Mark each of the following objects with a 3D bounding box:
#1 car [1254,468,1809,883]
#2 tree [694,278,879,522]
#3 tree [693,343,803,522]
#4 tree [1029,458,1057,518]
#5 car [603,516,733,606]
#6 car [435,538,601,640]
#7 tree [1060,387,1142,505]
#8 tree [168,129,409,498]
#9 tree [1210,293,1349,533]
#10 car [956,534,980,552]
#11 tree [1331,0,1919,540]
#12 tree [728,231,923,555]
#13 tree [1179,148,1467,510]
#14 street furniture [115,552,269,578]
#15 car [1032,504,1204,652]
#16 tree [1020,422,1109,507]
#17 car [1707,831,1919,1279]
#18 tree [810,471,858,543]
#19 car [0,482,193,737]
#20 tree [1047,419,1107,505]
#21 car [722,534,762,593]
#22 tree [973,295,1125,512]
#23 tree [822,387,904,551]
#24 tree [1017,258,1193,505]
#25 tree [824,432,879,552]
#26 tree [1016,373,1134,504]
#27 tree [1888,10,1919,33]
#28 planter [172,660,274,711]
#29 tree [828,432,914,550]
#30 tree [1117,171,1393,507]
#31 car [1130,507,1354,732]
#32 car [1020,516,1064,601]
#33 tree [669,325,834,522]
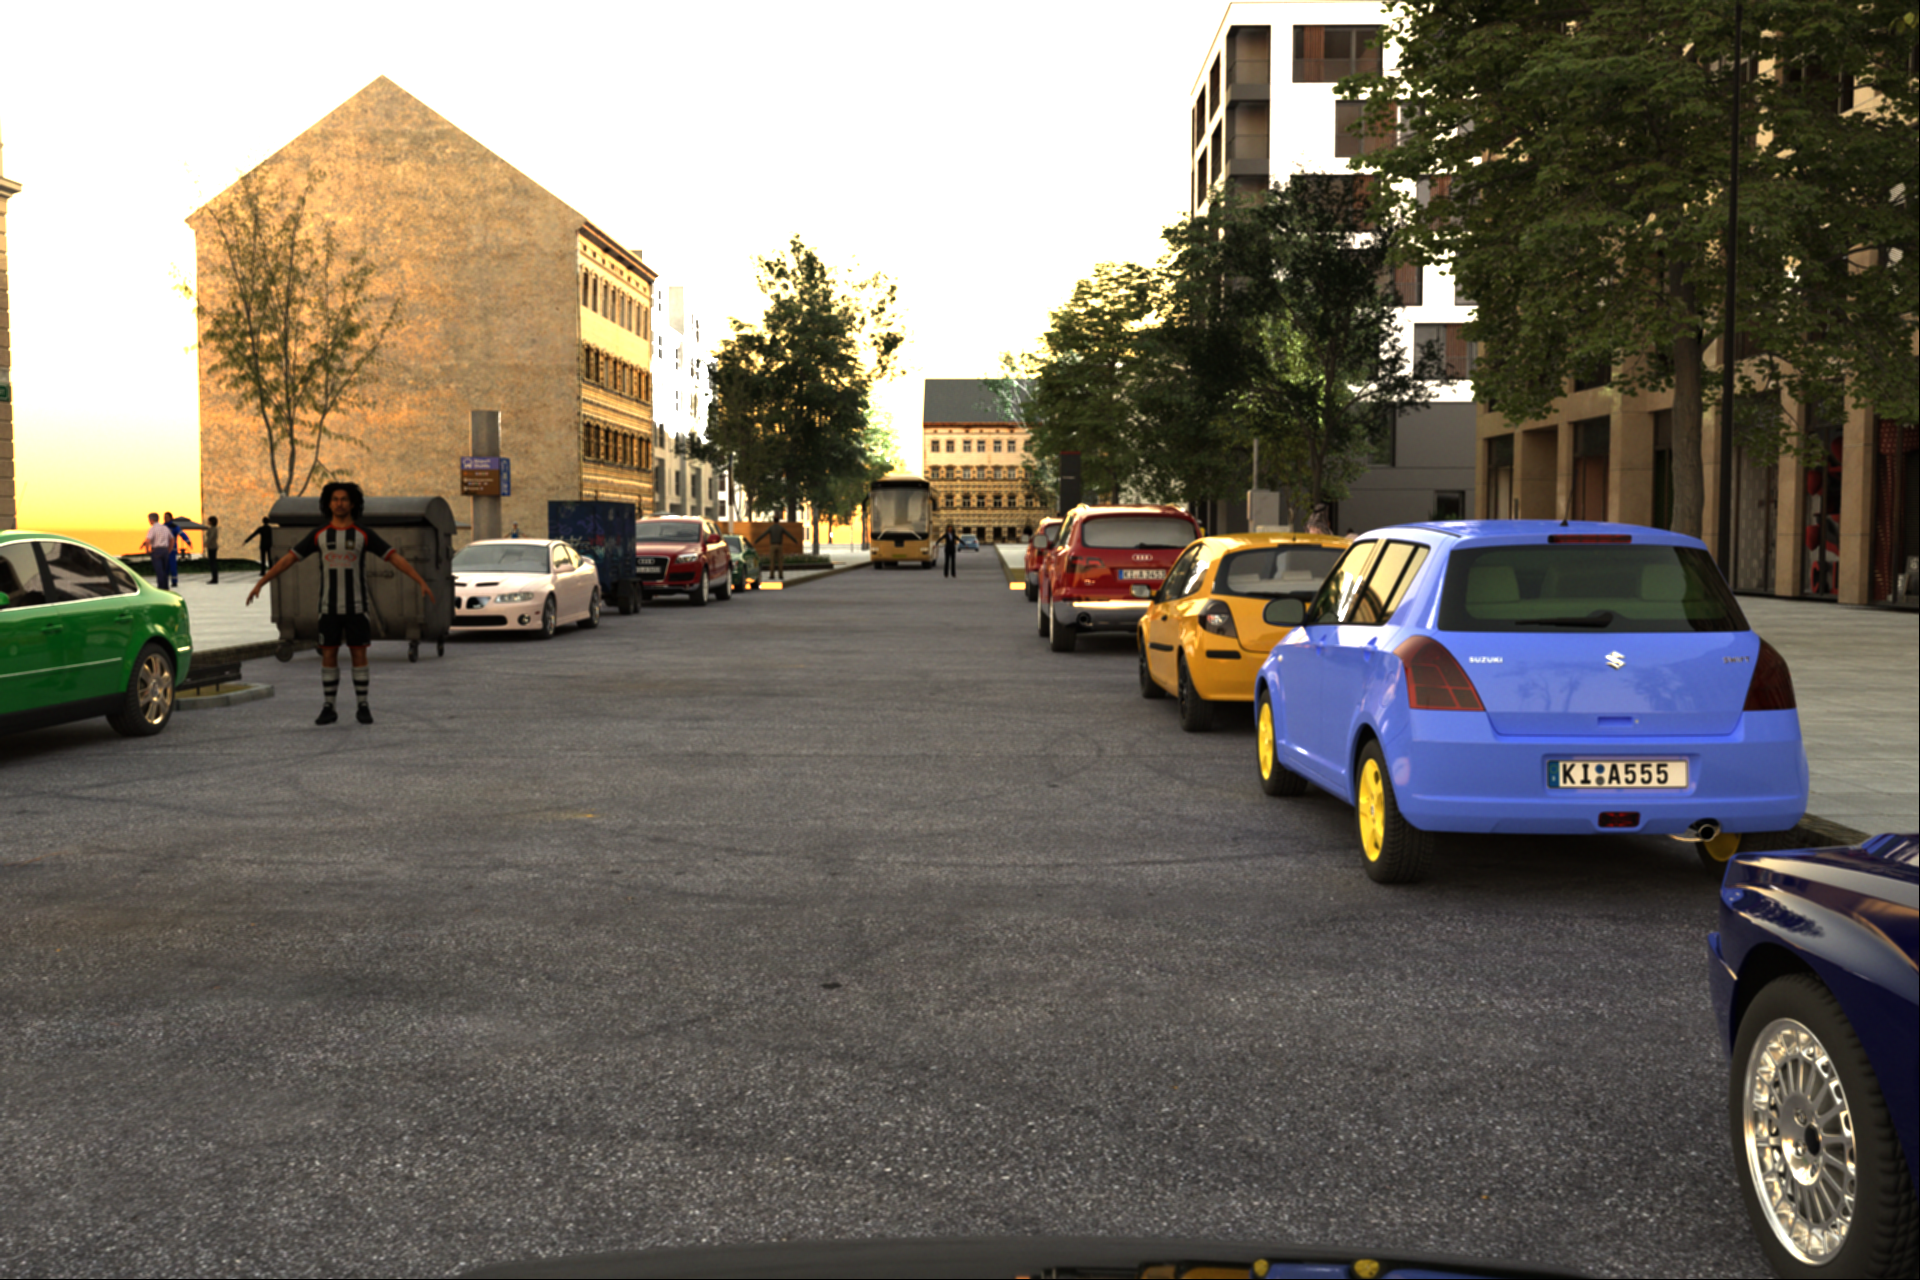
[{"bbox_3d":[2.507,0.073,8.404,1.945,1.707,3.694,0,4,-1],"label":"car"},{"bbox_3d":[-8.641,-11.104,88.213,9.857,13.997,8.962,0,3,0],"label":"tree"},{"bbox_3d":[-8.718,-7.153,67.310,4.360,8.622,3.978,0,3,0],"label":"tree"},{"bbox_3d":[7.598,-12.229,150.311,4.360,8.622,3.978,0,3,0],"label":"tree"},{"bbox_3d":[-6.034,-1.682,36.166,2.281,1.827,5.304,0,4,1],"label":"car"},{"bbox_3d":[-6.471,-0.775,25.035,2.083,1.381,4.827,0,4,1],"label":"car"},{"bbox_3d":[6.471,-8.235,85.012,4.360,8.622,3.978,0,3,0],"label":"tree"},{"bbox_3d":[-12.682,-5.014,32.346,4.360,8.622,3.978,0,3,0],"label":"tree"},{"bbox_3d":[9.851,-6.226,52.156,4.737,8.622,4.395,0,3,0],"label":"tree"},{"bbox_3d":[0.656,-7.990,142.638,2.014,1.417,4.499,0,4,0],"label":"car"},{"bbox_3d":[7.841,-6.198,19.473,7.486,12.596,7.792,0,3,0],"label":"tree"},{"bbox_3d":[-8.549,-15.357,106.981,12.611,20.169,13.585,0,3,0],"label":"tree"},{"bbox_3d":[8.651,-6.638,42.938,7.601,10.594,8.767,-2,4,-34],"label":"tree"},{"bbox_3d":[-26.135,-2.443,55.570,5.734,0.657,10.072,0,4,2],"label":"street furniture"},{"bbox_3d":[2.106,-0.851,22.593,2.281,1.827,5.304,0,3,0],"label":"car"},{"bbox_3d":[8.043,-11.831,127.856,7.601,10.594,8.767,-1,4,-15],"label":"tree"},{"bbox_3d":[2.394,0.646,2.025,1.945,1.354,3.894,0,4,0],"label":"car"},{"bbox_3d":[-18.003,-20.456,241.118,9.857,13.997,8.962,0,3,0],"label":"tree"},{"bbox_3d":[-6.626,-0.133,10.966,1.959,1.807,4.718,0,4,1],"label":"car"},{"bbox_3d":[6.856,-9.303,102.471,4.360,8.622,3.978,0,3,0],"label":"tree"},{"bbox_3d":[-6.160,-1.967,43.966,2.131,1.459,4.920,0,4,1],"label":"car"},{"bbox_3d":[7.331,-17.401,140.395,12.611,20.169,13.585,0,3,0],"label":"tree"},{"bbox_3d":[-7.734,-13.182,133.647,7.486,12.596,7.792,0,3,0],"label":"tree"},{"bbox_3d":[6.080,-9.421,72.163,7.486,12.596,7.792,0,3,0],"label":"tree"},{"bbox_3d":[-7.785,-10.645,124.415,4.360,8.622,3.978,0,3,0],"label":"tree"},{"bbox_3d":[7.538,-11.432,112.661,9.928,11.665,9.643,0,3,0],"label":"tree"},{"bbox_3d":[8.278,-3.677,10.475,4.737,8.622,4.395,0,3,0],"label":"tree"},{"bbox_3d":[-7.069,0.385,14.847,1.991,0.319,1.994,0,4,1],"label":"planter"},{"bbox_3d":[-7.497,-12.794,143.589,8.767,10.594,7.601,1,4,20],"label":"tree"},{"bbox_3d":[10.400,-9.402,60.383,9.857,13.997,8.962,0,3,0],"label":"tree"},{"bbox_3d":[2.440,-0.230,13.977,2.015,1.641,3.980,0,4,0],"label":"car"},{"bbox_3d":[2.479,-1.816,38.361,2.281,1.827,5.304,0,4,1],"label":"car"},{"bbox_3d":[-9.041,-8.681,76.351,8.767,10.594,7.601,2,4,33],"label":"tree"}]
